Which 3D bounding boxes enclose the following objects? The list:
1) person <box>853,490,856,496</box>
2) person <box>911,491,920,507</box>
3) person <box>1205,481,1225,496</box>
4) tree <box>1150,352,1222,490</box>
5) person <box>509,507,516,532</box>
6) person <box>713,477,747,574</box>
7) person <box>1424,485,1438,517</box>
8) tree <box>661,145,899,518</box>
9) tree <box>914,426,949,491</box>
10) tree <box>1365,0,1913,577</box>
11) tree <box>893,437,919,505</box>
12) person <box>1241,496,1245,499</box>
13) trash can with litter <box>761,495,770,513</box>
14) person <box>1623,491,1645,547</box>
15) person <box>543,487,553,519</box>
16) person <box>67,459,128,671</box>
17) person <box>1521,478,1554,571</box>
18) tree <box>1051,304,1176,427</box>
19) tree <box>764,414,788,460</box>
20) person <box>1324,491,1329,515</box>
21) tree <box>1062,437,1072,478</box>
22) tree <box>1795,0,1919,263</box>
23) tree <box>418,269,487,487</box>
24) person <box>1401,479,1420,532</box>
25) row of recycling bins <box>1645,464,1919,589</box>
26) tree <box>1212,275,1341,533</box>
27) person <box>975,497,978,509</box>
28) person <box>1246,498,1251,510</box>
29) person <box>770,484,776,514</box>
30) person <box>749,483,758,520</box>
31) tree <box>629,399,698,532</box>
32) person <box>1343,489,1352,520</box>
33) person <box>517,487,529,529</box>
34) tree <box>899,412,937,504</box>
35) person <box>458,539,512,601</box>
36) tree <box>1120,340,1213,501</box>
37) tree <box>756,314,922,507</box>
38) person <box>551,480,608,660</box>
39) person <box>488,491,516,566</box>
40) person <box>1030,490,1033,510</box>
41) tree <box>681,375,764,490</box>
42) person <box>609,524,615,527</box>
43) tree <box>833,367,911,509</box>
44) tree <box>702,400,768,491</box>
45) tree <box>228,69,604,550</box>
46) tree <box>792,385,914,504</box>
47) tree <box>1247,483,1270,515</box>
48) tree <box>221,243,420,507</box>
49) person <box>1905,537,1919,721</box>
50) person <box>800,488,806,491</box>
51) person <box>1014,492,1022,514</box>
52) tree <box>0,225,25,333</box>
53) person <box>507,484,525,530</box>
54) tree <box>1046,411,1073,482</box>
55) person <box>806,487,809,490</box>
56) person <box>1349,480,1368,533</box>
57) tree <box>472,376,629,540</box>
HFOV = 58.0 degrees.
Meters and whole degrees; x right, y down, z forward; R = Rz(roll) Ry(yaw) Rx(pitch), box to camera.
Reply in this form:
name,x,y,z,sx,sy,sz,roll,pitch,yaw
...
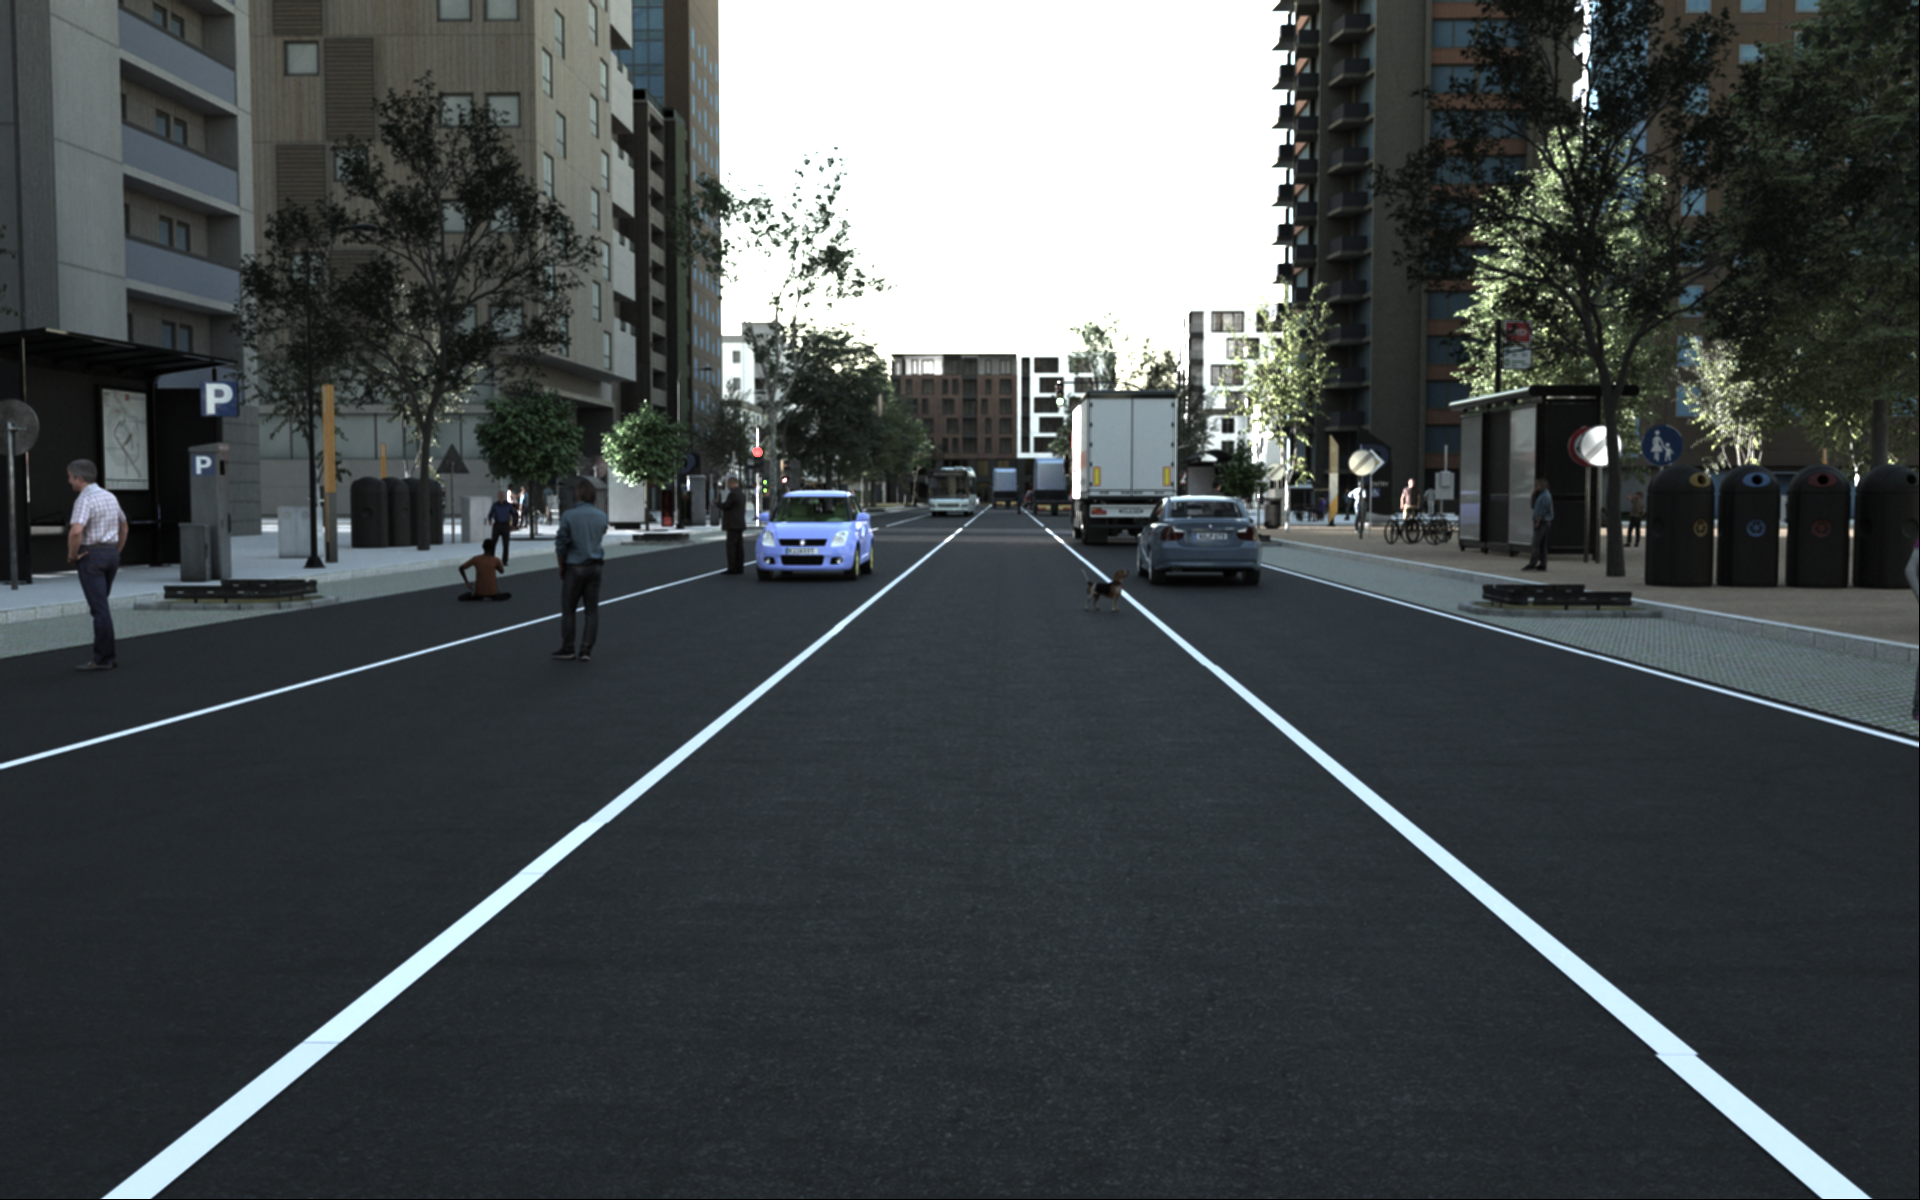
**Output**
name,x,y,z,sx,sy,sz,roll,pitch,yaw
person,-9.133,-8.523,146.847,0.517,1.644,0.566,-2,4,-35
person,-4.928,-11.164,191.040,1.348,1.823,0.705,-3,5,-45
person,6.281,-2.015,41.980,0.617,1.759,0.750,3,5,43
tree,11.469,-8.558,90.286,4.360,8.622,3.978,0,3,0
person,-15.439,-2.754,58.987,0.695,0.859,0.347,2,4,29
person,-4.130,-1.345,31.179,0.600,1.739,0.565,-1,4,-16
person,25.931,-5.444,95.193,0.875,1.805,0.789,1,4,20
tree,-8.561,-14.479,92.613,12.611,20.169,13.585,0,3,0
tree,-5.891,-17.916,227.343,8.767,10.594,7.601,-3,5,-44
tree,10.369,-5.662,26.981,8.767,10.594,7.601,1,4,22
tree,-7.059,-15.178,198.525,4.737,8.622,4.395,0,3,0
person,20.732,-7.238,126.649,0.482,1.546,0.388,-2,4,-32
trash can with litter,-10.941,-5.538,101.611,2.233,1.210,1.678,-1,4,-22
person,16.421,-1.973,42.217,0.435,1.345,0.340,-2,4,-23
person,-19.590,-4.678,82.654,0.598,1.807,0.434,2,4,30
person,-7.074,-0.284,14.075,0.436,1.711,0.756,1,4,12
person,9.615,-1.251,28.713,0.429,1.552,0.499,3,5,43
tree,15.165,-19.232,170.337,12.611,20.169,13.585,0,3,0
tree,-16.109,-12.184,149.566,4.360,8.622,3.978,0,3,0
person,22.708,-6.068,107.629,0.453,1.535,0.546,-2,4,-24
tree,15.061,-16.616,222.027,4.360,8.622,3.978,0,3,0
tree,10.043,-6.393,11.184,9.857,13.997,8.962,0,3,0
tree,-17.671,-6.465,56.071,4.360,8.622,3.978,0,3,0
person,15.387,-3.244,59.213,0.598,1.807,0.434,2,4,28
row of recycling bins,11.383,-1.033,23.995,3.534,1.692,1.069,1,4,11
tree,10.743,-6.547,57.404,4.737,8.622,4.395,0,3,0
person,1.285,-9.667,166.493,0.705,1.831,1.348,-3,4,-37
person,23.317,-8.098,139.899,0.566,1.644,0.517,-3,5,-43
person,-9.795,-5.155,90.461,0.434,1.807,0.598,1,4,9
person,-10.007,-4.783,84.113,0.599,1.838,0.709,1,4,10
tree,-10.730,-4.654,59.803,4.285,4.588,4.351,0,3,0
person,18.957,-4.675,84.689,0.429,1.552,0.499,0,4,5
person,-16.187,-3.424,64.230,0.429,1.552,0.499,2,4,33
tree,-6.920,-17.732,215.671,9.928,11.665,9.643,0,3,0
person,-6.423,-0.406,23.425,0.859,0.850,0.655,0,4,-7
tree,11.887,-10.417,104.734,7.601,10.594,8.767,1,4,18
tree,-9.435,-13.216,122.736,9.857,13.997,8.962,0,3,0
person,-3.286,-0.258,14.928,0.499,1.552,0.429,-1,4,-11
person,-9.164,-1.416,34.339,0.574,1.496,0.600,1,4,13
person,6.577,-9.023,156.477,0.568,1.767,0.683,-1,4,-23
tree,-14.757,-9.539,106.331,4.360,8.622,3.978,0,3,0
person,-13.602,-3.758,68.284,0.445,1.727,0.742,-3,4,-36
tree,-7.955,-14.321,152.282,7.486,12.596,7.792,0,3,0
tree,-17.838,-11.202,133.514,4.737,8.622,4.395,0,3,0
tree,-12.226,-6.391,38.910,8.767,10.594,7.601,-1,4,-9
tree,-9.605,-12.435,137.724,8.767,10.594,7.601,-3,4,-36
tree,18.093,-6.966,108.498,1.663,3.219,1.824,0,3,0
tree,-18.933,-6.120,50.425,4.360,8.622,3.978,0,3,0
person,6.208,0.063,10.712,0.726,1.435,0.776,-1,4,-10
person,-5.096,-2.884,57.123,0.415,1.643,0.593,2,4,25
person,4.249,-7.050,125.631,0.662,1.594,0.647,2,4,34
tree,-18.976,-4.901,30.494,4.360,8.622,3.978,0,3,0
person,-15.651,-3.278,61.103,0.566,1.644,0.517,2,4,32
tree,15.708,-19.154,230.182,9.611,12.733,9.660,0,3,0
person,-9.271,-6.052,105.703,0.576,1.737,0.504,-1,4,-14
person,13.241,-3.090,57.289,0.376,1.734,0.841,-1,4,-23
tree,-12.024,-3.968,48.591,4.285,4.588,4.351,0,3,0
